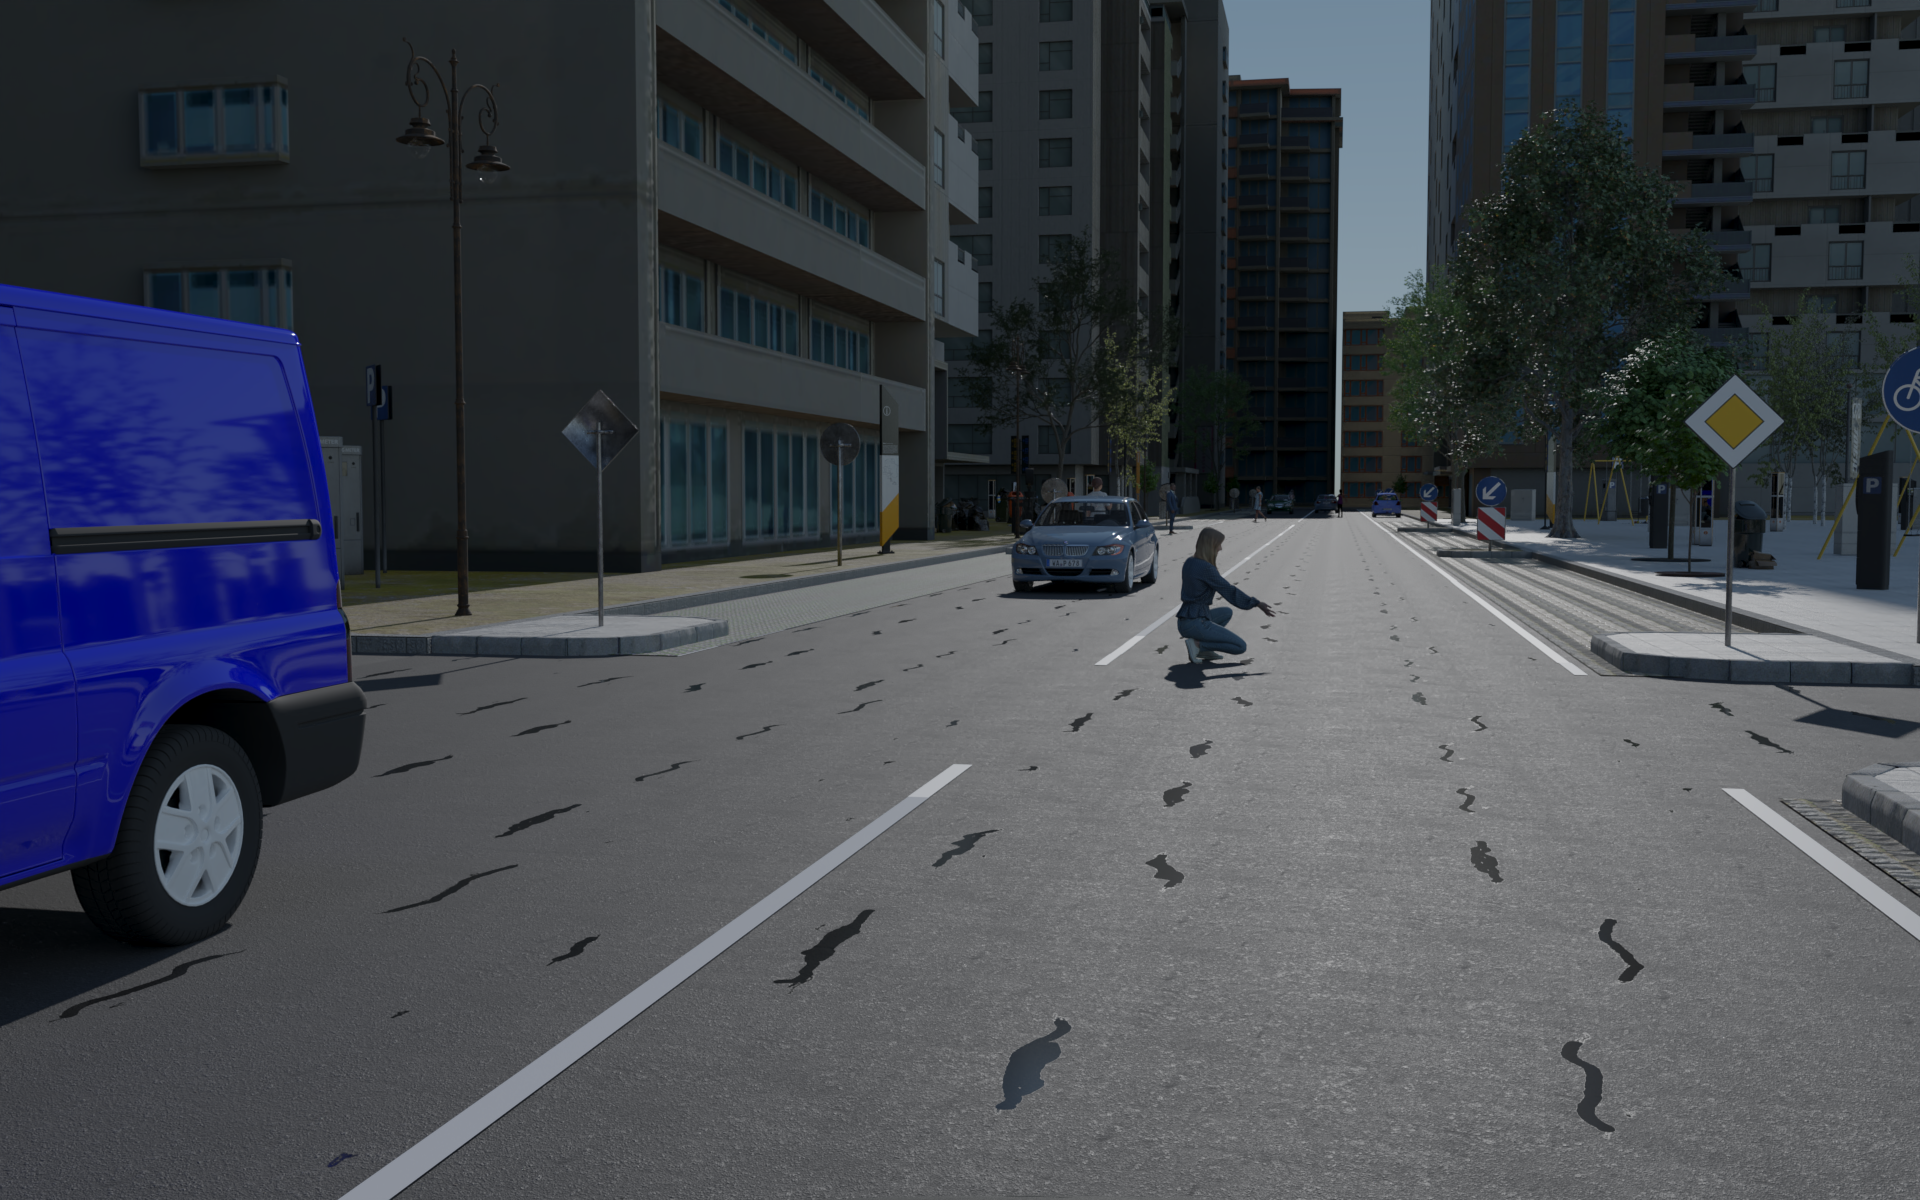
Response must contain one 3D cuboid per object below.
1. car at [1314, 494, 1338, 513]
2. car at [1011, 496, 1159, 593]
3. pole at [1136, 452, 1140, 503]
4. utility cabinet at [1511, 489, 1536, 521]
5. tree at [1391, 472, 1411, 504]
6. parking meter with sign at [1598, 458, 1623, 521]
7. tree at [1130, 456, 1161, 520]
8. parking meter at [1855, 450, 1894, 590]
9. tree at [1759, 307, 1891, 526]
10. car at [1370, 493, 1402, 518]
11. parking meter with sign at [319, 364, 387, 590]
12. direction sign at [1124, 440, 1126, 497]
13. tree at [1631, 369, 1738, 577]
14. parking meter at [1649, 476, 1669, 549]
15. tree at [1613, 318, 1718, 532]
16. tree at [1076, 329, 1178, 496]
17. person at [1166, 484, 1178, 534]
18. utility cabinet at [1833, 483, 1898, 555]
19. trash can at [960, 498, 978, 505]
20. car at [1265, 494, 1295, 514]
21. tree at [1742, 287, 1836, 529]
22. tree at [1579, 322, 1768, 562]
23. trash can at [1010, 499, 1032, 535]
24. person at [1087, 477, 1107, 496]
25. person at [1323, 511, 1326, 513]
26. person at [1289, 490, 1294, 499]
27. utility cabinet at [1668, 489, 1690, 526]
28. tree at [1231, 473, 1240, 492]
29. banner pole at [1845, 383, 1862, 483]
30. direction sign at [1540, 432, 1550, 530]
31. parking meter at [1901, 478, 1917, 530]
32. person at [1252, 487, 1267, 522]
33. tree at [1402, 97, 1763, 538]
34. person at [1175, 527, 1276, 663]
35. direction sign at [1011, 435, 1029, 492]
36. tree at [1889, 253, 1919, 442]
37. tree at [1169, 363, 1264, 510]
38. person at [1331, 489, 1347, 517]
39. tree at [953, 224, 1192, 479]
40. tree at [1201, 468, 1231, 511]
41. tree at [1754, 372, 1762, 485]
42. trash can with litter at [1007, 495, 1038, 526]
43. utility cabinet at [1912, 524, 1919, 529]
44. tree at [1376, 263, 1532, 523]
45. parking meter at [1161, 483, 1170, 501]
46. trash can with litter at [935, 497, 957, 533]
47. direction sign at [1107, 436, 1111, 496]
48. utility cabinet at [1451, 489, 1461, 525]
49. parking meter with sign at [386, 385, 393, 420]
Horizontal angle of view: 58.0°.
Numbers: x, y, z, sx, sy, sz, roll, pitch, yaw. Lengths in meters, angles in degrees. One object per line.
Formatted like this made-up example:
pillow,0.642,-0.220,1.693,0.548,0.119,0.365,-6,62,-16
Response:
car,27.698,-7.266,130.800,2.014,1.417,4.499,1,4,13
car,2.017,-0.906,26.814,2.014,1.417,4.499,1,4,14
pole,8.571,-5.480,83.436,0.158,3.312,0.155,0,3,0
utility cabinet,26.898,-4.530,82.746,0.318,1.500,1.173,-3,4,-37
tree,37.161,-9.235,145.586,1.663,3.219,1.824,0,3,0
parking meter with sign,30.896,-5.269,82.406,0.543,3.016,1.738,0,4,-3
tree,9.304,-5.669,87.289,1.663,3.219,1.824,0,3,0
parking meter,12.277,-1.075,23.281,0.255,1.863,0.399,-3,5,-44
tree,34.535,-7.227,68.525,4.360,8.622,3.978,0,3,0
car,26.182,-5.919,106.363,1.945,1.707,3.694,1,4,12
parking meter with sign,-8.641,-1.641,23.097,1.738,3.016,0.543,-2,4,-31
direction sign,6.984,-4.978,73.387,0.379,3.537,0.876,0,4,2
tree,11.331,-1.990,27.146,1.663,3.219,1.824,0,3,0
parking meter,16.443,-2.144,40.772,0.399,1.863,0.255,0,4,3
tree,23.468,-6.607,58.394,4.360,8.622,3.978,0,3,0
tree,7.293,-7.743,76.953,4.360,8.622,3.978,0,3,0
person,7.620,-3.278,62.271,0.419,1.800,0.721,1,4,17
utility cabinet,18.937,-1.685,36.235,1.173,1.500,0.318,0,4,-3
trash can,0.356,-3.371,66.763,0.748,1.137,0.748,0,3,0
car,23.003,-6.883,124.335,2.131,1.459,4.920,1,4,12
tree,30.065,-6.874,62.751,4.737,8.622,4.395,0,3,0
tree,13.701,-3.021,33.105,4.285,4.588,4.351,0,3,0
trash can,1.921,-2.613,54.379,0.748,1.137,0.748,0,3,0
person,2.726,-1.510,33.751,0.480,1.755,0.524,1,4,16
person,28.314,-7.513,134.563,0.599,1.433,0.991,3,4,39
person,24.689,-7.330,129.007,0.551,1.740,0.621,3,5,41
utility cabinet,28.477,-3.693,69.057,1.173,1.500,0.318,1,4,18
tree,24.813,-9.889,156.280,1.663,3.219,1.824,0,3,0
banner pole,20.233,-3.014,39.296,0.863,3.779,0.401,-3,4,-38
direction sign,21.144,-4.312,62.491,0.379,3.537,0.876,2,4,24
parking meter,35.549,-3.613,64.784,0.399,1.863,0.255,1,4,18
person,15.339,-4.900,88.710,0.778,1.811,0.616,1,4,16
tree,17.815,-8.160,50.431,9.611,12.733,9.660,0,3,0
person,2.195,-0.059,14.970,0.738,1.151,1.012,-1,4,-12
direction sign,2.319,-4.590,67.051,0.876,3.537,0.379,3,5,40
tree,28.851,-6.168,51.208,4.737,8.622,4.395,0,3,0
tree,20.329,-12.910,136.826,9.928,11.665,9.643,0,3,0
person,23.354,-5.958,106.604,1.217,1.739,0.721,-2,4,-29
tree,3.533,-7.701,60.318,8.767,10.594,7.601,-3,4,-36
tree,19.056,-8.298,130.273,1.663,3.219,1.824,0,3,0
tree,36.444,-7.552,73.842,4.360,8.622,3.978,0,3,0
trash can with litter,2.663,-3.544,69.003,1.678,1.210,2.233,-2,4,-26
utility cabinet,34.687,-3.258,61.952,1.173,1.500,0.318,2,4,26
tree,22.444,-9.268,77.280,9.928,11.665,9.643,0,3,0
parking meter,10.702,-5.176,90.335,0.399,1.863,0.255,3,4,38
trash can with litter,-0.685,-2.788,56.971,1.055,1.170,0.624,-2,4,-34
direction sign,5.851,-4.649,68.003,0.379,3.537,0.876,1,4,14
utility cabinet,20.307,-3.807,70.931,0.318,1.500,1.173,1,4,12
parking meter with sign,-9.891,-1.905,27.413,0.543,3.016,1.738,3,5,42
